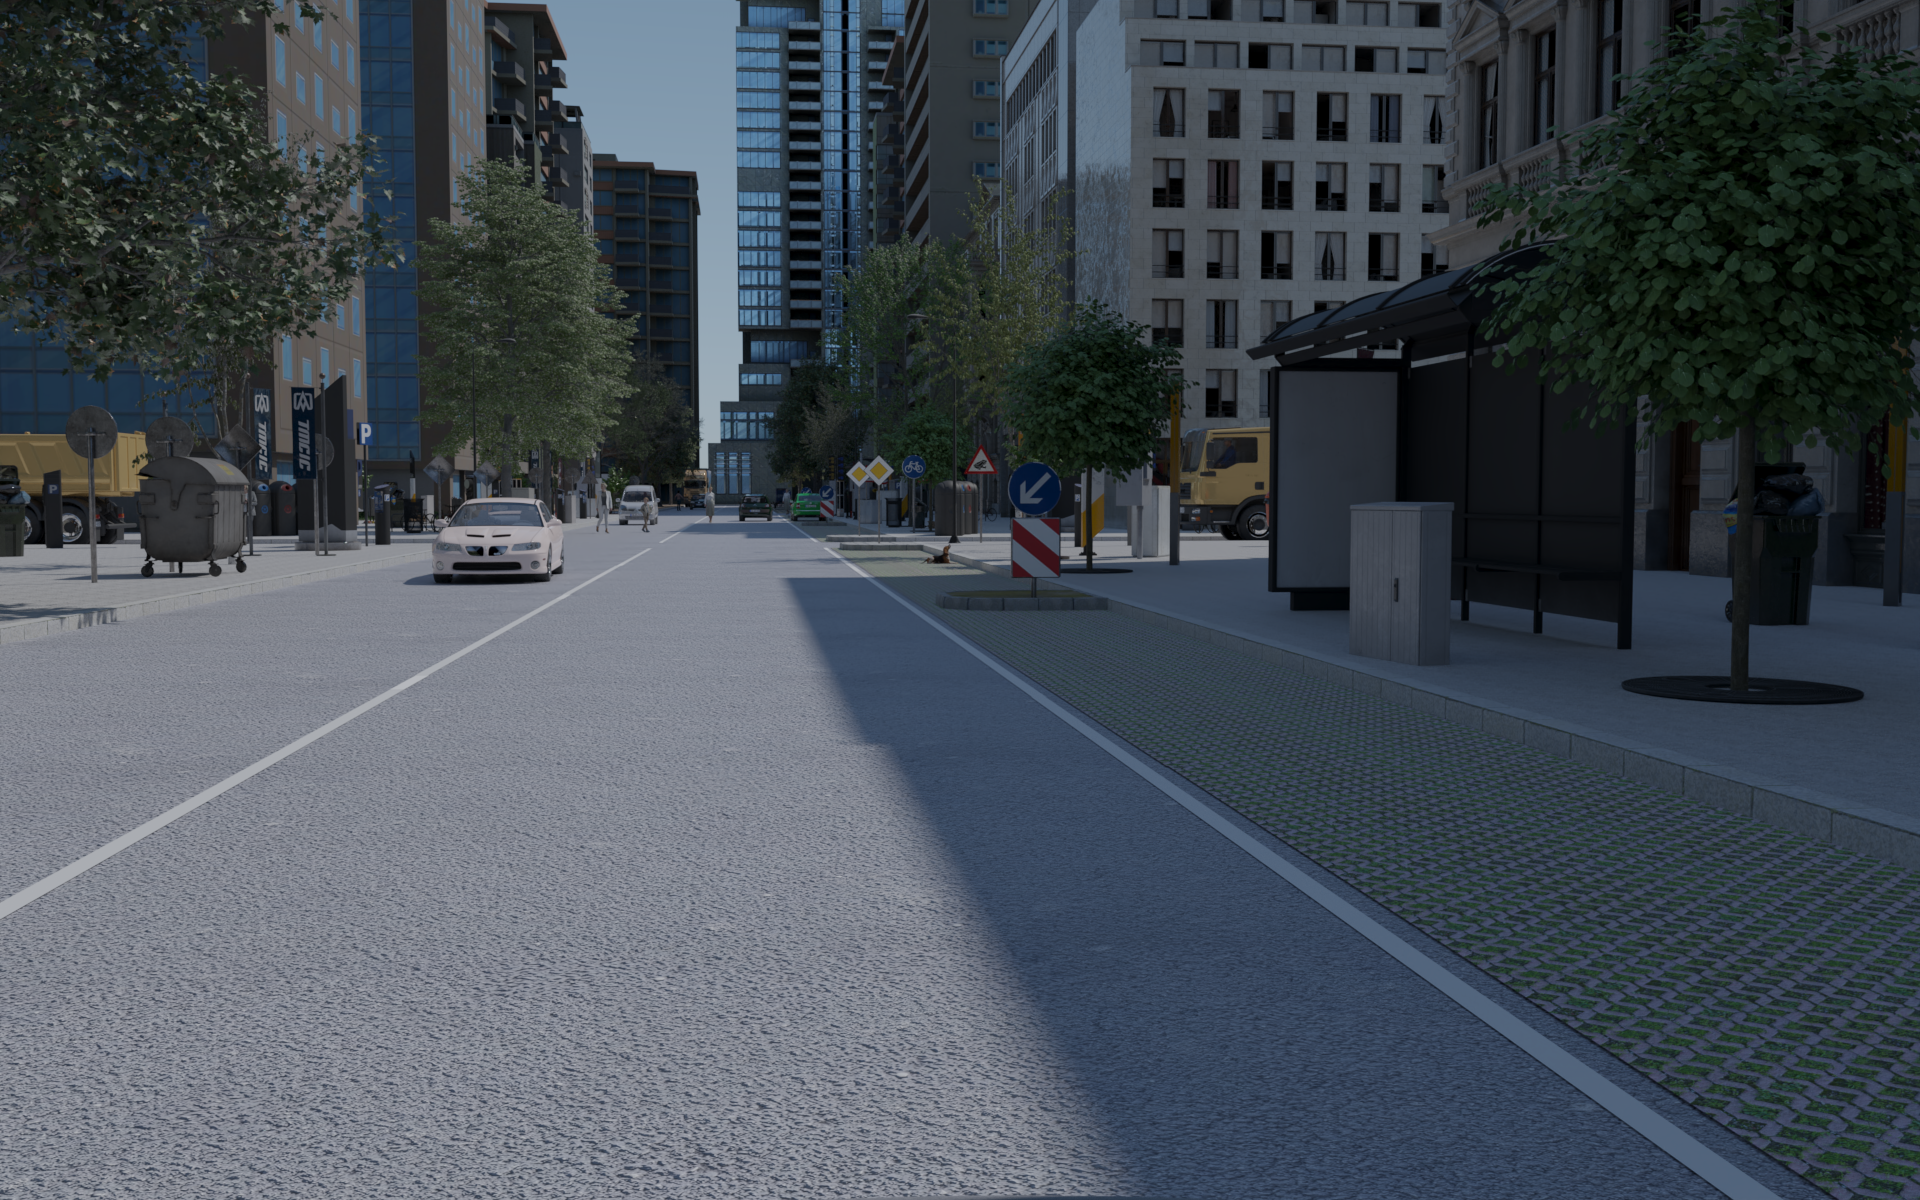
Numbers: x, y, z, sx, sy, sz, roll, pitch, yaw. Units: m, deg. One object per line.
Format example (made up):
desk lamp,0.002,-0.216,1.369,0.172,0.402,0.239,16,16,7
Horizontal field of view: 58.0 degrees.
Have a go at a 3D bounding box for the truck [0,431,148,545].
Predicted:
truck,-26.923,-3.042,45.668,9.791,3.379,3.469,0,4,-8

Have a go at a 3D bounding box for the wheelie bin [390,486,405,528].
wheelie bin,-21.541,-3.560,66.118,0.693,1.594,0.980,-2,4,-27

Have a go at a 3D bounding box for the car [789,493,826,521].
car,-8.032,-5.076,91.792,1.959,1.807,4.718,0,4,-8

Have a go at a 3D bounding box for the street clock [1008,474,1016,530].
street clock,1.895,-3.514,62.019,0.358,2.002,0.471,-1,4,-13

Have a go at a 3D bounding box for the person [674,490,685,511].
person,-23.815,-8.429,147.030,1.217,1.736,0.721,2,4,35

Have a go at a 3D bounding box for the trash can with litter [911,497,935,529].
trash can with litter,-1.287,-3.246,64.458,1.055,1.170,0.624,1,4,12

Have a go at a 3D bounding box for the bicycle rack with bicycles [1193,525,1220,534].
bicycle rack with bicycles,8.837,-2.631,56.393,2.925,0.926,2.852,-2,4,-27

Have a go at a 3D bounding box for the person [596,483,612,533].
person,-13.051,-3.362,63.345,0.514,1.842,0.818,-3,4,-36

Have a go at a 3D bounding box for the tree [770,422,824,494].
tree,-17.496,-16.860,193.794,7.486,12.596,7.792,0,3,0

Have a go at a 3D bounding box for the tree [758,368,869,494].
tree,-13.641,-15.339,161.157,12.009,13.543,11.850,0,3,0

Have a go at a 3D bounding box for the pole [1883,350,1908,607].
pole,10.673,-1.583,19.723,0.158,3.312,0.155,0,3,0

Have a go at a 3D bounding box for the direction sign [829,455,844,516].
direction sign,-7.245,-6.689,101.367,0.876,3.537,0.379,0,4,-2

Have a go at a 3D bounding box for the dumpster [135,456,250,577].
dumpster,-12.127,-1.324,27.402,1.264,1.857,1.865,0,4,-7

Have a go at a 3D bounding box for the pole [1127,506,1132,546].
pole,4.265,-3.003,42.947,0.158,3.312,0.155,0,3,0

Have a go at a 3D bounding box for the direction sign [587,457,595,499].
direction sign,-22.703,-7.006,106.551,0.379,3.537,0.876,1,4,19

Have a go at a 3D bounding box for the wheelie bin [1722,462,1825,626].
wheelie bin,8.053,-0.561,17.081,0.980,1.594,0.693,-1,4,-11

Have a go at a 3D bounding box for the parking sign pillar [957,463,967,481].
parking sign pillar,-0.268,-6.280,91.143,1.447,3.967,1.447,2,4,30

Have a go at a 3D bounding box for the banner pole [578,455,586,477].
banner pole,-23.943,-7.312,109.561,0.401,3.779,0.863,2,4,29

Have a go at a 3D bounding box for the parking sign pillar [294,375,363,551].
parking sign pillar,-14.485,-3.126,39.585,1.447,3.967,1.447,1,4,18

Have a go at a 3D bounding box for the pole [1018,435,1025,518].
pole,1.578,-3.077,44.159,0.158,3.312,0.155,0,3,0

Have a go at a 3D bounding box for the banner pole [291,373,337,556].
banner pole,-13.366,-2.798,35.762,0.863,3.779,0.401,-2,4,-34

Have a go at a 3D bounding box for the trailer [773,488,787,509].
trailer,-17.691,-10.030,171.032,1.471,1.999,3.904,-1,4,-8

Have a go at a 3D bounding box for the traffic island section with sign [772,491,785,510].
traffic island section with sign,-18.725,-10.517,180.577,1.989,1.847,2.006,0,4,-7

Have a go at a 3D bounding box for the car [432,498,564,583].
car,-7.838,-1.057,29.651,2.083,1.381,4.827,-1,4,-9

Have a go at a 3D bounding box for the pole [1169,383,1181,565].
pole,3.873,-2.283,31.169,0.158,3.312,0.155,0,3,0

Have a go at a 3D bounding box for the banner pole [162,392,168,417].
banner pole,-19.307,-3.190,42.178,0.401,3.779,0.863,-2,4,-32

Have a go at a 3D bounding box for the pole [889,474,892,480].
pole,-3.697,-5.977,91.571,0.158,3.312,0.155,0,3,0

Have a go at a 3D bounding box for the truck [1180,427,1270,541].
truck,10.494,-3.354,50.758,9.791,3.379,3.469,0,4,-6

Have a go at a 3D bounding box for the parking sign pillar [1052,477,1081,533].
parking sign pillar,3.755,-4.268,58.254,1.447,3.967,1.447,2,4,34

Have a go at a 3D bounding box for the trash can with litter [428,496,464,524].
trash can with litter,-22.202,-3.923,75.197,2.233,1.210,1.678,-1,4,-14

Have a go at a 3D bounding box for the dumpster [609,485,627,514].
dumpster,-25.017,-7.492,124.995,1.502,2.255,1.985,0,4,-7

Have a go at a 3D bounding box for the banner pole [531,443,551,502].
banner pole,-20.651,-5.795,84.762,0.863,3.779,0.401,2,4,27

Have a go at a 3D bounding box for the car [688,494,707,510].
car,-23.813,-9.082,158.278,2.009,1.686,4.222,0,4,-7

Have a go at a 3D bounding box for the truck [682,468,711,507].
truck,-28.699,-12.258,189.337,2.839,4.237,11.283,0,4,-5

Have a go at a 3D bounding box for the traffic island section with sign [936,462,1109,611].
traffic island section with sign,0.723,-0.822,22.060,1.989,1.847,2.006,0,4,-7

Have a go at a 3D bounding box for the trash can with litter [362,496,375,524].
trash can with litter,-25.402,-3.936,75.417,1.678,1.210,2.233,0,4,-4

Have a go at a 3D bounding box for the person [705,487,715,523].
person,-12.437,-4.736,86.167,0.478,1.798,0.641,0,4,3

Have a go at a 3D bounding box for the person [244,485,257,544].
person,-19.102,-2.304,46.359,0.537,1.800,0.526,-1,4,-11

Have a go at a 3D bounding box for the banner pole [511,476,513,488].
banner pole,-22.398,-5.883,86.205,0.401,3.779,0.863,-2,4,-35

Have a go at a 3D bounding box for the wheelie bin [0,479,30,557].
wheelie bin,-19.529,-1.685,35.461,0.693,1.594,0.980,3,5,41

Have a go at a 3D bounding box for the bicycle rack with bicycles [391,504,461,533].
bicycle rack with bicycles,-17.902,-2.802,59.191,2.852,0.926,2.925,1,4,23

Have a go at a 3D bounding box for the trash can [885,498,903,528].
trash can,-2.532,-3.348,66.396,0.748,1.137,0.748,0,3,0

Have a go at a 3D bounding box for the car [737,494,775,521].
car,-10.843,-5.030,92.026,2.009,1.686,4.222,0,4,-5

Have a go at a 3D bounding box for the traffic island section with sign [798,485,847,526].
traffic island section with sign,-6.136,-4.242,77.977,1.989,1.847,2.006,0,4,-7

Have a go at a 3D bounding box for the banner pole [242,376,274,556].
banner pole,-14.609,-2.814,36.027,0.401,3.779,0.863,1,4,23

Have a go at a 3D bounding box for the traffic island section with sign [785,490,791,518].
traffic island section with sign,-9.423,-5.878,104.733,1.989,1.847,2.006,0,4,-7

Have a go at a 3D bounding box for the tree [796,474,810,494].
tree,-18.744,-15.499,203.765,4.737,8.622,4.395,0,3,0

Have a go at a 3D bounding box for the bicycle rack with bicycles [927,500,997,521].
bicycle rack with bicycles,-0.050,-4.162,81.424,2.852,0.926,2.925,-3,5,-40

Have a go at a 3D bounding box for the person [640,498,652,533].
person,-11.704,-3.173,64.643,0.475,1.303,0.640,-3,5,-45

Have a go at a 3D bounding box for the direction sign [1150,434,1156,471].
direction sign,6.358,-4.016,57.664,0.379,3.537,0.876,2,4,25

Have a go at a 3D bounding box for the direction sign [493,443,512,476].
direction sign,-20.210,-5.173,76.575,0.379,3.537,0.876,3,5,43

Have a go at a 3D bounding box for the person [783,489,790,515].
person,-12.019,-6.834,120.461,0.478,1.798,0.641,2,4,26

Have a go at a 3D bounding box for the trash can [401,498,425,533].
trash can,-17.898,-2.757,56.723,0.748,1.137,0.748,0,3,0

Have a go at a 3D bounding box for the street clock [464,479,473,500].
street clock,-23.656,-4.823,83.425,0.471,2.002,0.358,3,5,42
